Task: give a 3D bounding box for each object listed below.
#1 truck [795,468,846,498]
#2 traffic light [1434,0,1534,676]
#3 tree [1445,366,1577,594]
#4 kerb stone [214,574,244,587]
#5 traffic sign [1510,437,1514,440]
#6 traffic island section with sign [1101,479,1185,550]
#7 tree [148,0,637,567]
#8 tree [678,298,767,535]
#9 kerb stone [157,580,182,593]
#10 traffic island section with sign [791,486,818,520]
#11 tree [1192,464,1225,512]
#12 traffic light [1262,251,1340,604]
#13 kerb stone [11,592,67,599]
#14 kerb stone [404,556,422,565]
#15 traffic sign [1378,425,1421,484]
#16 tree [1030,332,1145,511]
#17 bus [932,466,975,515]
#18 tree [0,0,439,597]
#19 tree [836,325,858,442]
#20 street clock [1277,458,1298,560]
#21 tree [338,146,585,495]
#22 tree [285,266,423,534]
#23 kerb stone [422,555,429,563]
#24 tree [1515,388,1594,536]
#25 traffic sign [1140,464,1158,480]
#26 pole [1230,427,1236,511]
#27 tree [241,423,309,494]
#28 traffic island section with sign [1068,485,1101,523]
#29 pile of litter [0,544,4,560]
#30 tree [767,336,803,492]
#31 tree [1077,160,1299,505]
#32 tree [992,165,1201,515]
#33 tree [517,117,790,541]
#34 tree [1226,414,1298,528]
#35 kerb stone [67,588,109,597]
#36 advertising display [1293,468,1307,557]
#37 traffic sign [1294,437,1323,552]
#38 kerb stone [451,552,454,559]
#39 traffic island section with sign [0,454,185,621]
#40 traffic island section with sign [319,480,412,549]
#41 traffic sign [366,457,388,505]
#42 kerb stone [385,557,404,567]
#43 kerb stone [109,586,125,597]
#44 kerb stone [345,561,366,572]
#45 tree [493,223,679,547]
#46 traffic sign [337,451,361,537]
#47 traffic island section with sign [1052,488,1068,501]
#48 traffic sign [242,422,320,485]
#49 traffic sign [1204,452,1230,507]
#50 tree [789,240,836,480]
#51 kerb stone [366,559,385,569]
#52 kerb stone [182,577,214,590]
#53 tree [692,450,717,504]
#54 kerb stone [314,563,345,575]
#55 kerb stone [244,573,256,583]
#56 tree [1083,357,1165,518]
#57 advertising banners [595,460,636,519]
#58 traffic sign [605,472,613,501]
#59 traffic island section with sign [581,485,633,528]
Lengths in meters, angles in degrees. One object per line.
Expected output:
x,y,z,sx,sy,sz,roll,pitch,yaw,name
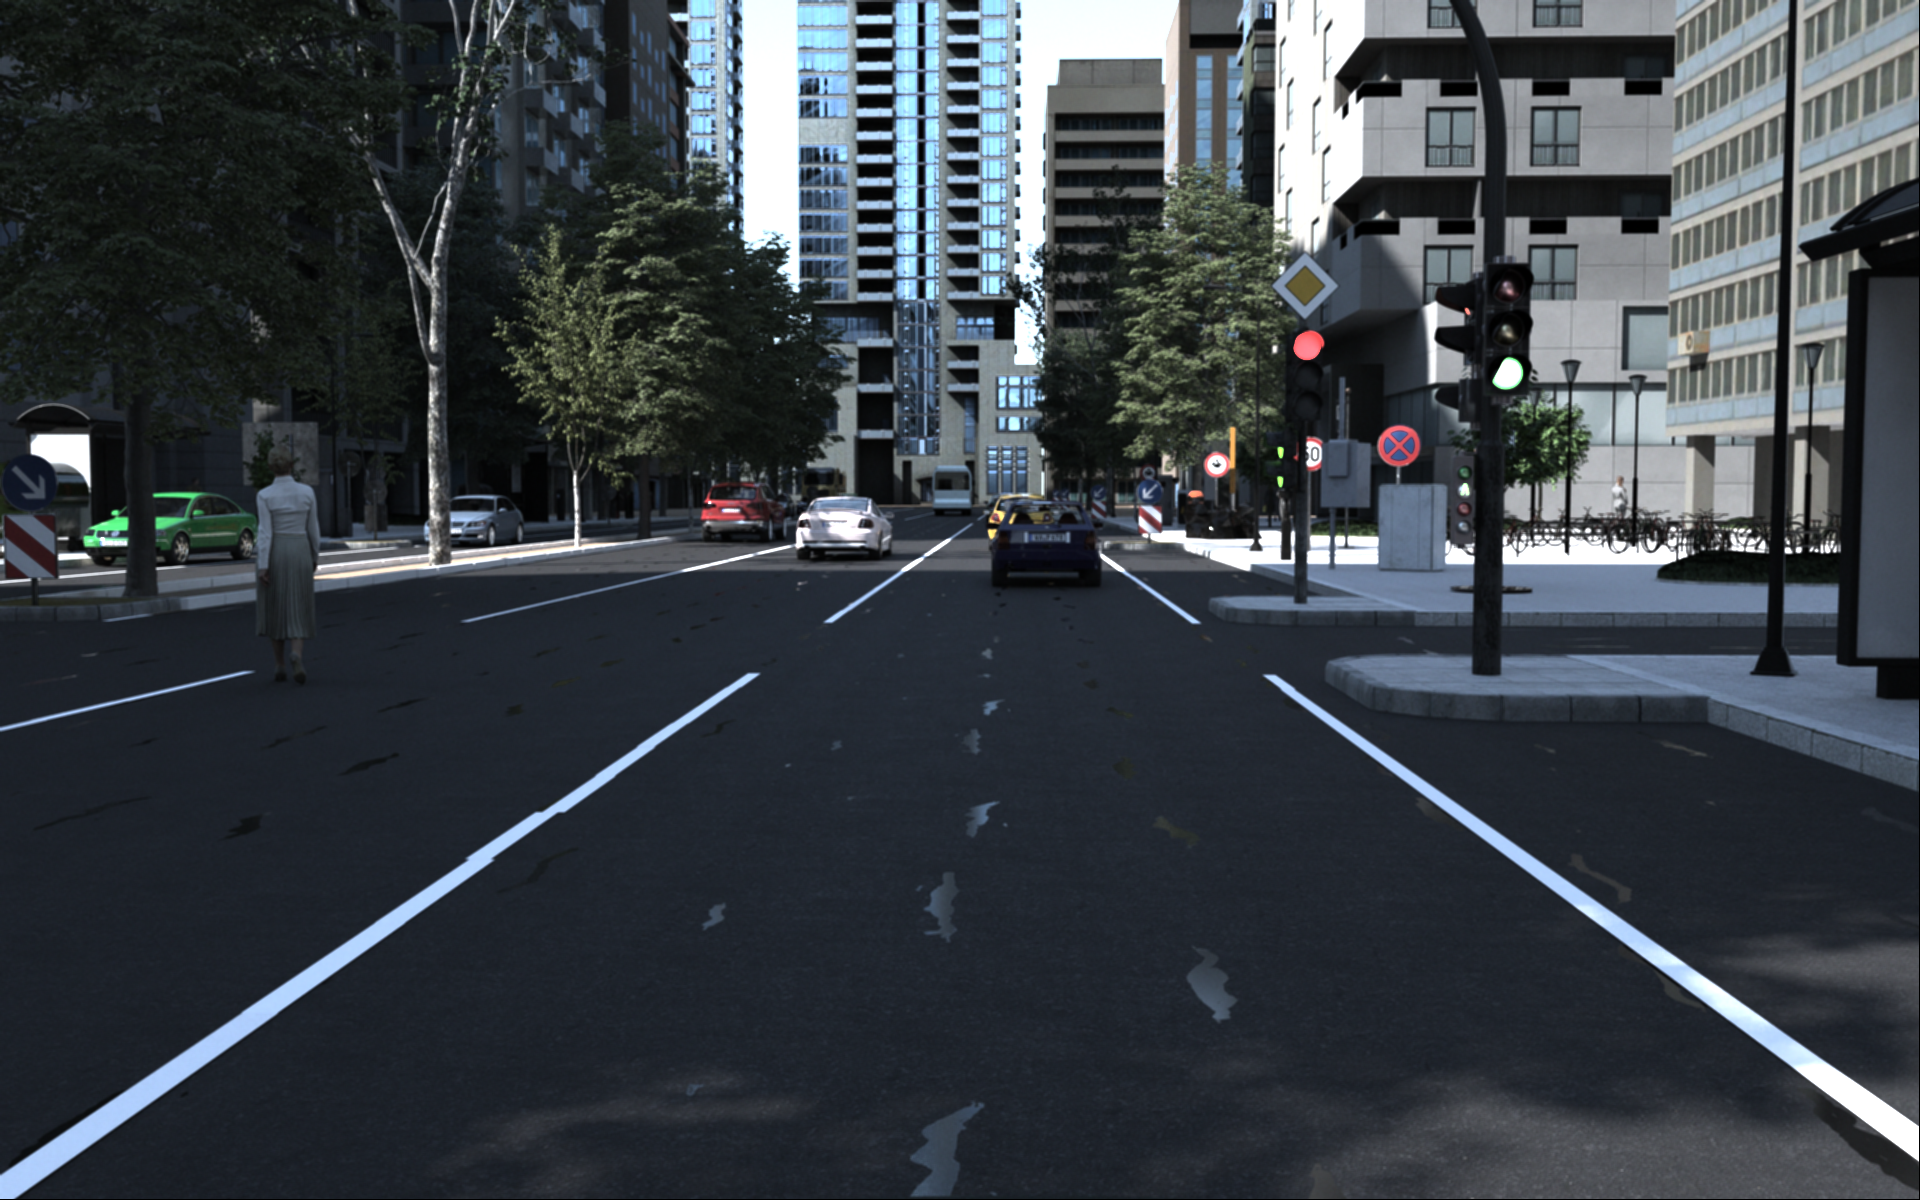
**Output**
-10.126,-8.124,128.750,3.469,3.379,9.791,0,4,1,truck
1.630,-2.294,12.167,4.771,5.953,1.251,0,4,2,traffic light
6.882,-1.712,22.598,1.663,3.219,1.824,0,3,0,tree
-11.479,-0.292,26.998,0.120,0.150,1.000,0,4,2,kerb stone
8.339,-1.527,27.089,0.606,2.300,0.079,0,4,5,traffic sign
4.834,-2.262,45.607,1.989,1.847,2.006,0,4,2,traffic island section with sign
-11.425,-10.768,34.397,12.611,20.169,13.585,0,3,0,tree
-9.268,-6.519,59.400,4.737,8.622,4.395,0,3,0,tree
-11.543,-0.169,24.954,0.120,0.150,1.000,0,4,2,kerb stone
-8.223,-5.347,95.565,2.006,1.907,1.989,0,4,2,traffic island section with sign
13.508,-6.012,92.889,1.663,3.219,1.824,0,3,0,tree
3.980,-1.914,20.223,0.839,4.253,0.868,0,4,2,traffic light
-11.644,0.025,21.881,0.120,0.150,1.000,0,4,2,kerb stone
-11.216,-0.794,35.193,0.120,0.150,1.000,0,4,2,kerb stone
8.064,-1.942,31.860,0.768,2.556,0.104,1,4,11,traffic sign
9.961,-13.898,133.893,9.857,13.997,8.962,0,3,0,tree
-0.447,-7.611,119.294,2.948,3.499,13.247,0,4,1,bus
-10.881,-6.256,22.875,7.486,12.596,7.792,0,3,0,tree
-8.573,-9.704,79.244,7.486,12.596,7.792,0,3,0,tree
6.324,-1.772,33.544,0.471,2.002,0.358,0,3,0,street clock
-18.085,-9.620,63.949,9.857,13.997,8.962,0,3,0,tree
-19.049,-6.411,55.184,4.737,8.622,4.395,0,3,0,tree
-11.190,-0.854,36.225,0.120,0.150,1.000,0,4,2,kerb stone
18.042,-4.295,53.929,4.285,4.588,4.351,0,3,0,tree
7.953,-4.461,73.045,0.768,2.556,0.104,0,4,3,traffic sign
8.323,-3.610,52.872,0.158,3.312,0.155,0,3,0,pole
-18.725,-3.201,46.933,1.663,3.219,1.824,0,3,0,tree
5.723,-3.957,73.324,1.989,1.847,2.006,0,4,2,traffic island section with sign
-19.145,-1.261,34.582,1.176,0.858,1.719,0,4,4,pile of litter
-8.599,-7.360,73.162,4.737,8.622,4.395,0,3,0,tree
8.582,-8.647,59.502,7.486,12.596,7.792,0,3,0,tree
8.188,-15.085,102.534,12.611,20.169,13.585,0,3,0,tree
-9.664,-8.074,52.587,7.486,12.596,7.792,0,3,0,tree
11.945,-5.053,66.330,4.285,4.588,4.351,0,3,0,tree
-11.610,-0.043,22.902,0.120,0.150,1.000,0,4,2,kerb stone
7.019,-1.869,35.767,0.123,1.923,0.974,1,4,21,advertising display
7.787,-2.355,38.608,0.768,2.556,0.104,0,4,7,traffic sign
-11.159,-0.921,37.249,0.120,0.150,1.000,0,4,2,kerb stone
-10.623,-0.754,20.464,2.006,1.907,1.989,0,4,2,traffic island section with sign
-15.863,-2.316,46.493,1.989,1.847,2.006,0,4,2,traffic island section with sign
-19.769,-3.589,58.790,0.768,2.556,0.104,0,4,2,traffic sign
-11.249,-0.732,34.164,0.120,0.150,1.000,0,4,2,kerb stone
-11.575,-0.106,23.932,0.120,0.150,1.000,0,4,2,kerb stone
-11.318,-0.607,32.115,0.120,0.150,1.000,0,4,2,kerb stone
-10.218,-5.699,46.000,4.737,8.622,4.395,0,3,0,tree
-18.065,-3.126,51.218,0.768,2.556,0.104,1,4,9,traffic sign
7.310,-6.978,122.716,1.989,1.847,2.006,0,4,2,traffic island section with sign
-19.221,-3.372,49.004,2.265,3.308,0.079,0,4,7,traffic sign
7.794,-3.210,52.592,0.768,2.556,0.104,1,4,8,traffic sign
-9.157,-8.920,66.430,7.486,12.596,7.792,0,3,0,tree
-11.289,-0.669,33.138,0.120,0.150,1.000,0,4,2,kerb stone
-11.519,-0.231,25.976,0.120,0.150,1.000,0,4,2,kerb stone
-16.338,-9.851,111.423,4.360,8.622,3.978,0,3,0,tree
-11.349,-0.542,31.093,0.120,0.150,1.000,0,4,2,kerb stone
-11.451,-0.356,28.020,0.120,0.150,1.000,0,4,2,kerb stone
9.429,-8.583,90.690,4.737,8.622,4.395,0,3,0,tree
-17.944,-5.745,90.115,2.074,3.025,0.090,0,4,-1,advertising banners
-18.908,-5.654,92.445,0.884,2.594,0.081,1,4,9,traffic sign
-14.995,-3.975,73.625,1.989,1.847,2.006,0,4,2,traffic island section with sign
